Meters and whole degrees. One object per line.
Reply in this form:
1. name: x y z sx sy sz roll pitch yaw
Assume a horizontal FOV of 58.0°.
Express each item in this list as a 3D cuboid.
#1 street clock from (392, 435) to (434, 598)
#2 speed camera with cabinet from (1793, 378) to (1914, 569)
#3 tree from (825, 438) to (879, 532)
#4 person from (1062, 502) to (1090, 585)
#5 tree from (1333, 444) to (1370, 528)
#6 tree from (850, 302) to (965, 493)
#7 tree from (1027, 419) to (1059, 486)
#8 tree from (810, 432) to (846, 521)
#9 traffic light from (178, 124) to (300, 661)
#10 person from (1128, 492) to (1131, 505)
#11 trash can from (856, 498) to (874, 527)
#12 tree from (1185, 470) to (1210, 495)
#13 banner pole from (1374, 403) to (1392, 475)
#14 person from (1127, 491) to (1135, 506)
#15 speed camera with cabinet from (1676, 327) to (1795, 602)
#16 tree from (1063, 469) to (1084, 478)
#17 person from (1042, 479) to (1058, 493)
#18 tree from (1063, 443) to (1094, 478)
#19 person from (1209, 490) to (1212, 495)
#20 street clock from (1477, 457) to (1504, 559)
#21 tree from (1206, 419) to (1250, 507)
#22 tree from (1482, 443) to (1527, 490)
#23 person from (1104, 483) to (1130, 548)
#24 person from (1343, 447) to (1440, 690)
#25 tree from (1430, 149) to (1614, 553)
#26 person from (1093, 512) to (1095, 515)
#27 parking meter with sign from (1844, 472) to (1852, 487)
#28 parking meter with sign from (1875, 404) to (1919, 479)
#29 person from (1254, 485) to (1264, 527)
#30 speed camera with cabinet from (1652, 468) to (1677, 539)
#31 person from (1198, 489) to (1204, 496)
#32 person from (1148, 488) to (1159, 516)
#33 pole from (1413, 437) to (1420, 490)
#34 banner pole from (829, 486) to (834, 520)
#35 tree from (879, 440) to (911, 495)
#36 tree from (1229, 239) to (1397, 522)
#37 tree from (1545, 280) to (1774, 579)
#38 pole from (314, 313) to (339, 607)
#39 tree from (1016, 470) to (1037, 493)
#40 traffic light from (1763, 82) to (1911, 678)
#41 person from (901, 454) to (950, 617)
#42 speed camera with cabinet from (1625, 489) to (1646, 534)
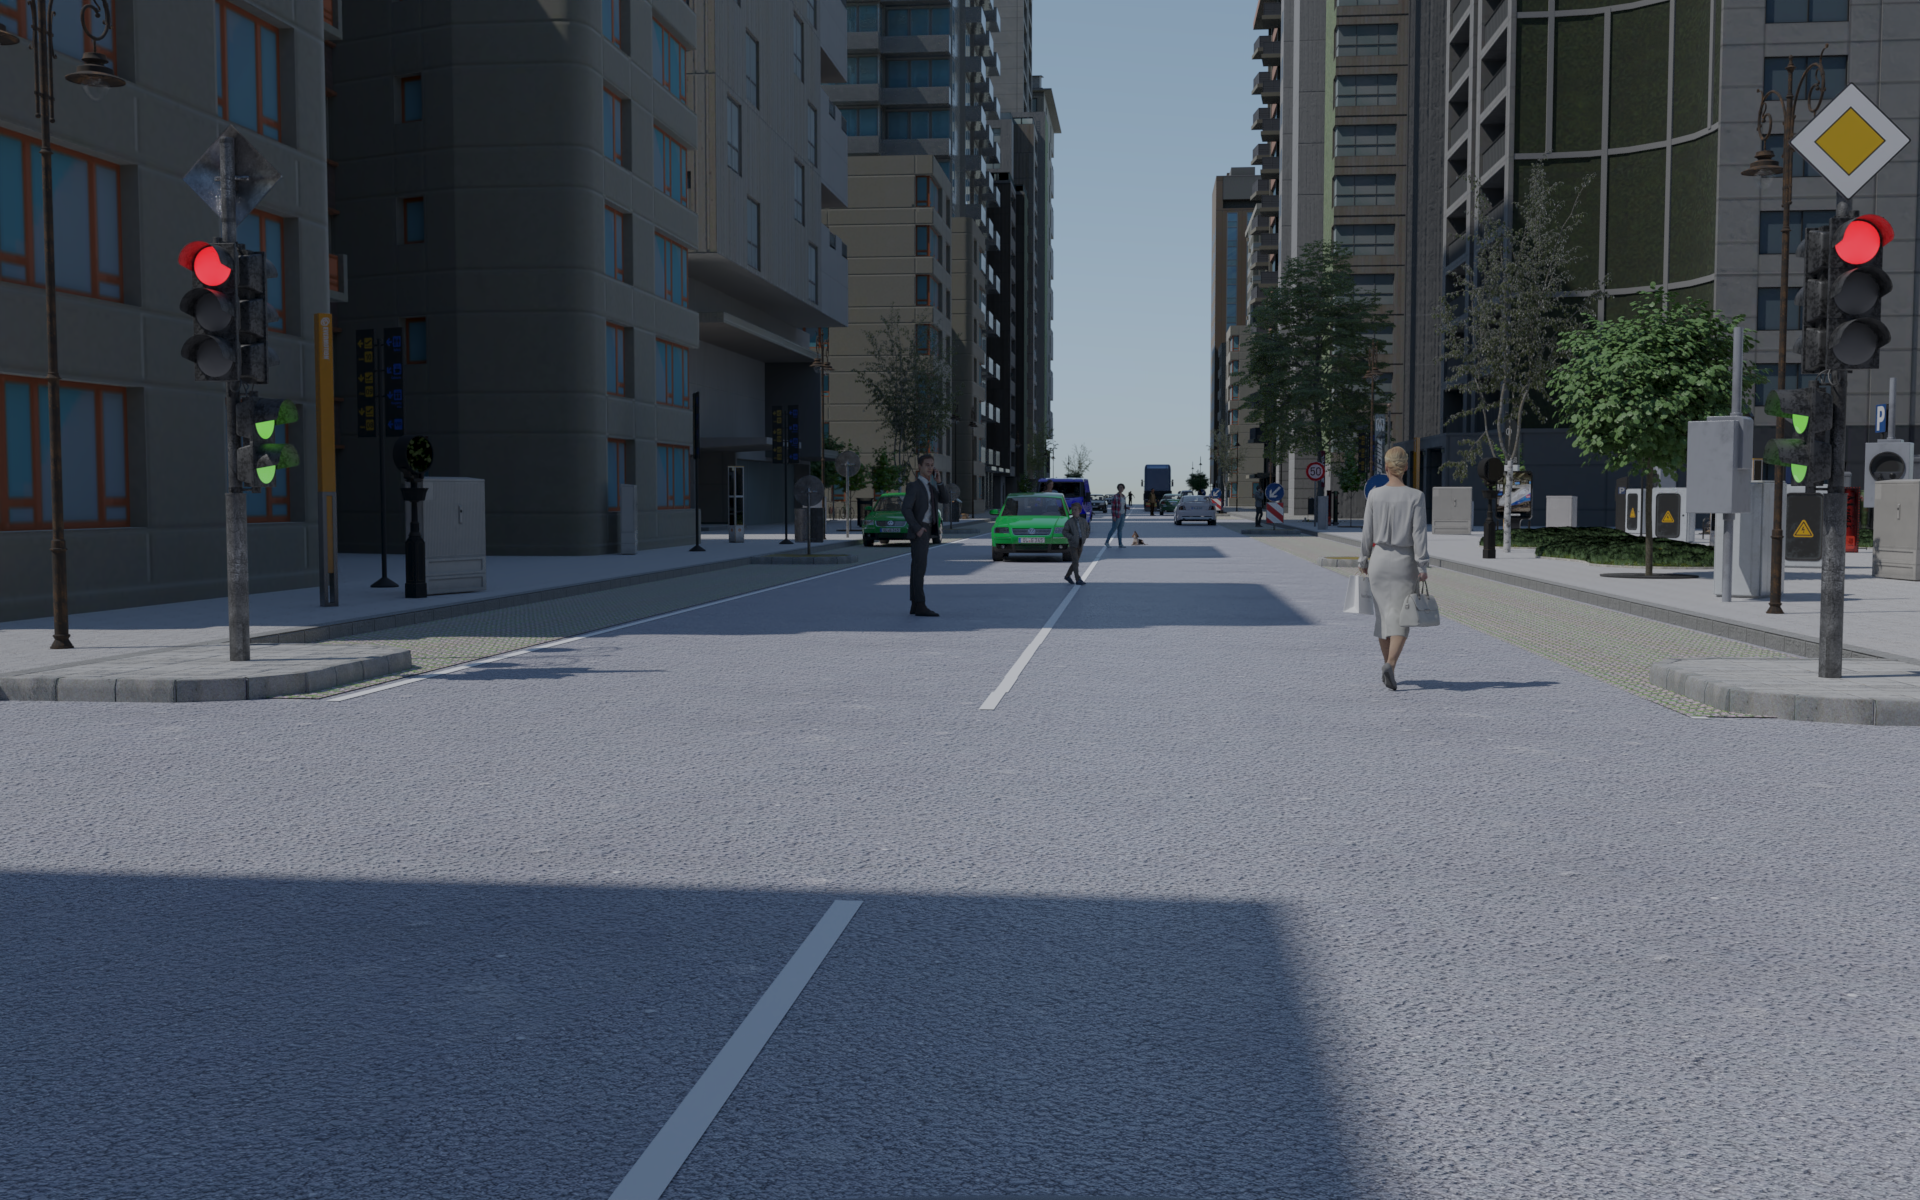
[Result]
1. street clock: -6.719 -1.025 21.333 0.358 2.002 0.471 2 4 27
2. speed camera with cabinet: 15.191 -2.167 29.768 2.038 3.252 0.660 2 4 35
3. tree: -3.891 -3.977 59.619 1.663 3.219 1.824 0 3 0
4. person: 1.845 -0.892 27.362 0.475 1.303 0.640 -2 4 -34
5. tree: 14.995 -4.392 66.404 1.663 3.219 1.824 0 3 0
6. tree: -2.114 -7.151 67.287 4.360 8.622 3.978 0 3 0
7. tree: 7.361 -13.128 165.012 4.737 8.622 4.395 0 3 0
8. tree: -6.790 -6.021 82.155 4.285 4.588 4.351 0 3 0
9. traffic light: -5.529 -1.486 13.217 0.839 4.253 0.868 0 4 6
10. person: 23.033 -13.802 234.878 0.721 1.735 1.217 0 4 -6
11. trash can: -3.663 -3.369 66.729 0.748 1.137 0.748 0 3 0
12. tree: 31.099 -14.844 226.407 4.285 4.588 4.351 0 3 0
13. banner pole: 11.653 -3.528 47.701 0.863 3.779 0.401 -3 4 -39
14. person: 20.648 -12.300 209.745 1.348 1.807 0.705 3 5 40
15. speed camera with cabinet: 9.546 -1.646 21.255 0.660 3.252 2.038 3 5 42
16. tree: 14.870 -14.881 227.010 4.285 4.588 4.351 0 3 0
17. person: 2.277 -2.213 44.769 0.616 1.811 0.778 -1 4 -10
18. tree: 16.862 -18.114 246.520 4.360 8.622 3.978 0 3 0
19. person: 18.333 -7.145 126.266 0.436 1.711 0.756 0 4 1
20. street clock: 10.514 -1.821 34.352 0.471 2.002 0.358 -1 4 -17
21. tree: 26.375 -13.461 170.450 4.360 8.622 3.978 0 3 0
22. tree: 17.940 -3.767 56.196 1.663 3.219 1.824 0 3 0
23. person: 4.220 -2.262 46.328 0.643 1.720 0.563 3 5 44
24. person: 3.168 -0.242 12.806 0.694 1.780 0.624 3 5 44
25. tree: 12.119 -5.361 38.020 4.360 8.622 3.978 0 3 0
26. person: 6.075 -4.336 84.891 1.012 1.151 0.738 1 4 16
27. parking meter with sign: 30.147 -3.858 59.344 1.738 3.016 0.543 1 4 20
28. parking meter with sign: 18.698 -2.277 33.495 1.738 3.016 0.543 1 4 9
29. person: 12.925 -4.044 74.798 0.473 1.802 0.592 1 4 23
30. speed camera with cabinet: 19.277 -3.127 45.459 2.038 3.252 0.660 3 5 41
31. person: 18.338 -7.584 132.515 1.348 1.822 0.705 -3 4 -38
32. person: 12.765 -6.486 114.646 0.705 1.812 1.348 3 4 37
33. pole: 16.458 -4.198 62.477 0.158 3.312 0.155 0 3 0
34. banner pole: -6.376 -5.799 84.831 0.863 3.779 0.401 3 4 37
35. tree: -2.725 -4.134 62.196 1.663 3.219 1.824 0 3 0
36. tree: 15.881 -9.776 77.969 7.486 12.596 7.792 0 3 0
37. tree: 10.750 -2.629 26.705 4.285 4.588 4.351 0 3 0
38. pole: -7.198 -1.579 19.665 0.158 3.312 0.155 0 3 0
39. tree: 5.196 -8.673 136.409 1.663 3.219 1.824 0 3 0
40. traffic light: 6.069 -1.412 12.006 0.839 4.253 0.868 0 4 6
41. person: -0.395 -0.775 20.526 0.474 1.900 0.648 1 4 15
42. speed camera with cabinet: 21.985 -3.719 55.142 0.660 3.252 2.038 0 4 -8
